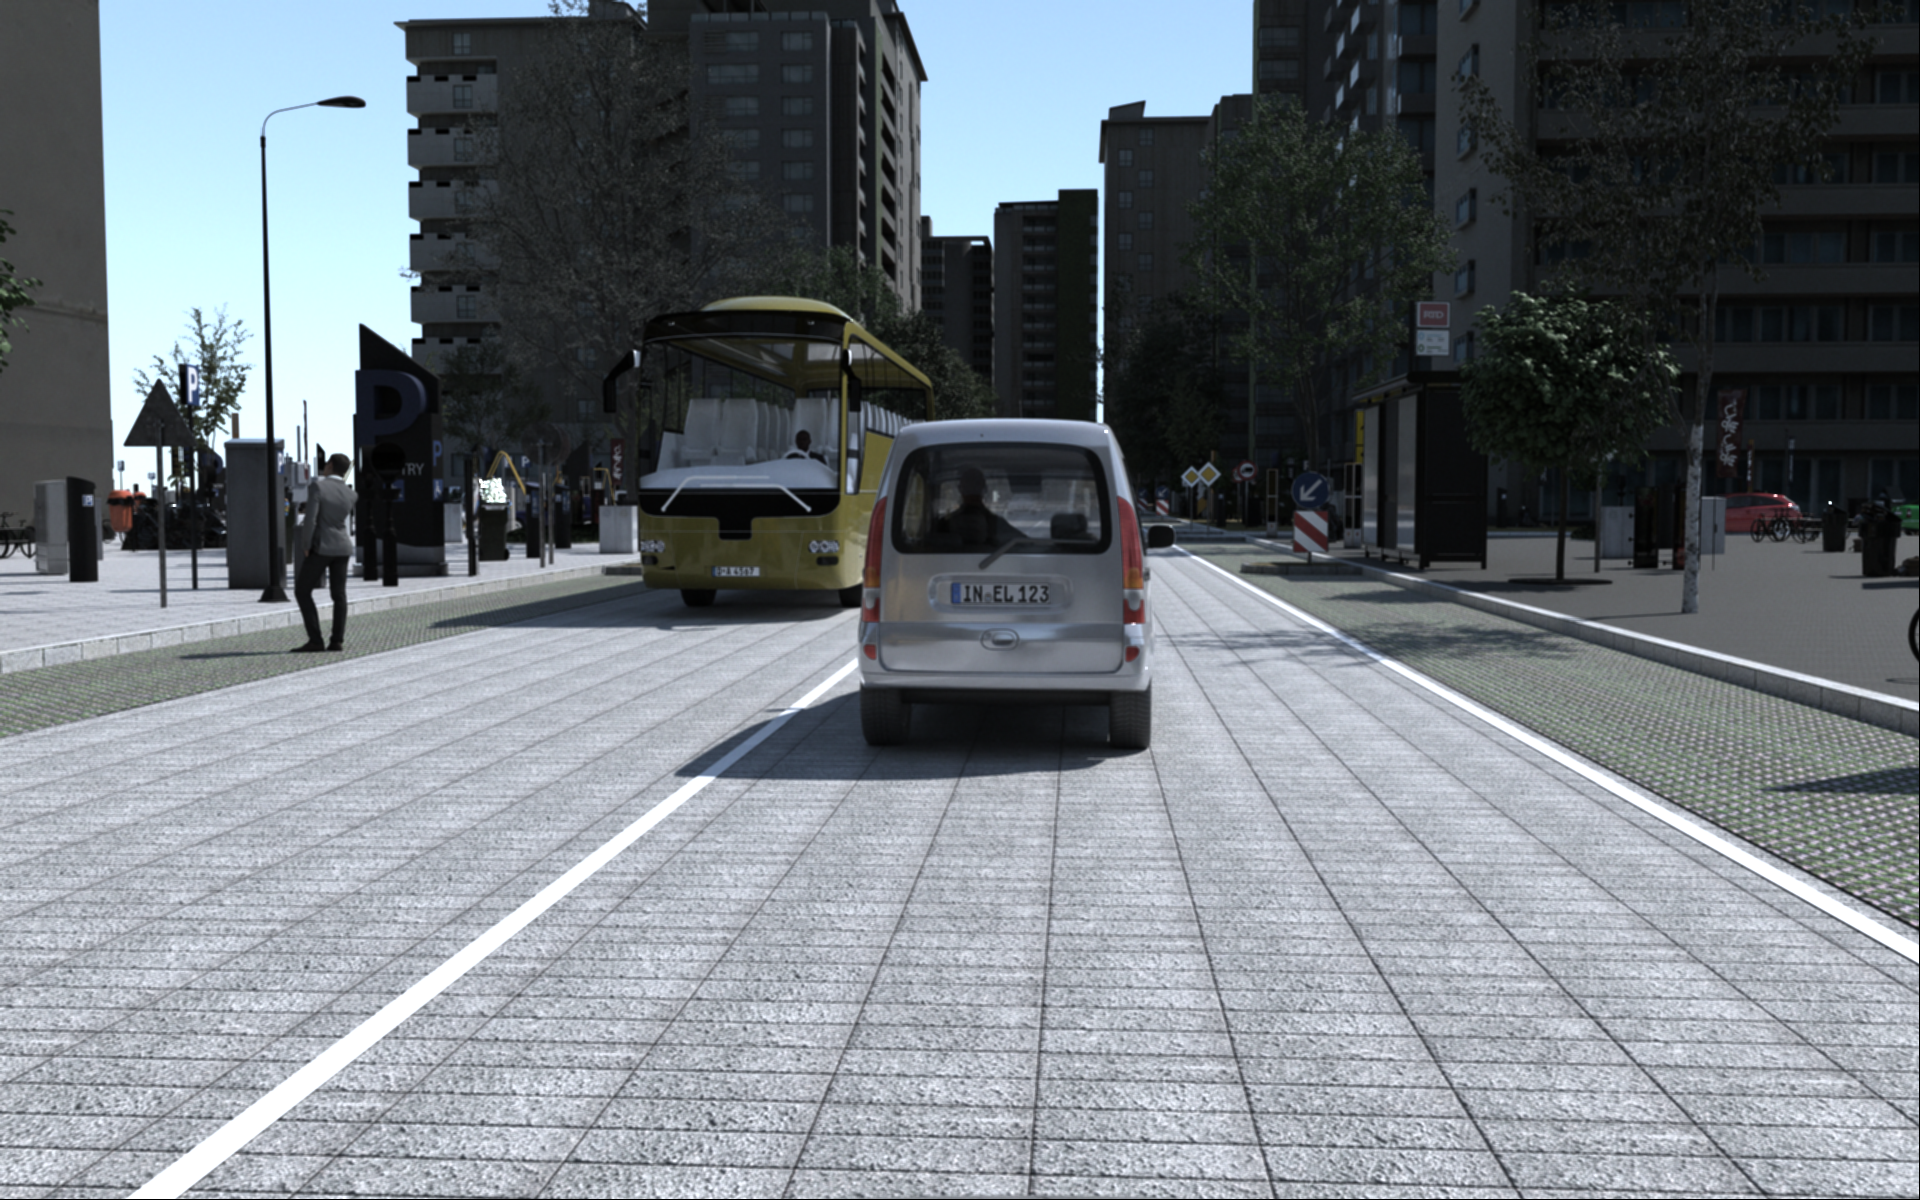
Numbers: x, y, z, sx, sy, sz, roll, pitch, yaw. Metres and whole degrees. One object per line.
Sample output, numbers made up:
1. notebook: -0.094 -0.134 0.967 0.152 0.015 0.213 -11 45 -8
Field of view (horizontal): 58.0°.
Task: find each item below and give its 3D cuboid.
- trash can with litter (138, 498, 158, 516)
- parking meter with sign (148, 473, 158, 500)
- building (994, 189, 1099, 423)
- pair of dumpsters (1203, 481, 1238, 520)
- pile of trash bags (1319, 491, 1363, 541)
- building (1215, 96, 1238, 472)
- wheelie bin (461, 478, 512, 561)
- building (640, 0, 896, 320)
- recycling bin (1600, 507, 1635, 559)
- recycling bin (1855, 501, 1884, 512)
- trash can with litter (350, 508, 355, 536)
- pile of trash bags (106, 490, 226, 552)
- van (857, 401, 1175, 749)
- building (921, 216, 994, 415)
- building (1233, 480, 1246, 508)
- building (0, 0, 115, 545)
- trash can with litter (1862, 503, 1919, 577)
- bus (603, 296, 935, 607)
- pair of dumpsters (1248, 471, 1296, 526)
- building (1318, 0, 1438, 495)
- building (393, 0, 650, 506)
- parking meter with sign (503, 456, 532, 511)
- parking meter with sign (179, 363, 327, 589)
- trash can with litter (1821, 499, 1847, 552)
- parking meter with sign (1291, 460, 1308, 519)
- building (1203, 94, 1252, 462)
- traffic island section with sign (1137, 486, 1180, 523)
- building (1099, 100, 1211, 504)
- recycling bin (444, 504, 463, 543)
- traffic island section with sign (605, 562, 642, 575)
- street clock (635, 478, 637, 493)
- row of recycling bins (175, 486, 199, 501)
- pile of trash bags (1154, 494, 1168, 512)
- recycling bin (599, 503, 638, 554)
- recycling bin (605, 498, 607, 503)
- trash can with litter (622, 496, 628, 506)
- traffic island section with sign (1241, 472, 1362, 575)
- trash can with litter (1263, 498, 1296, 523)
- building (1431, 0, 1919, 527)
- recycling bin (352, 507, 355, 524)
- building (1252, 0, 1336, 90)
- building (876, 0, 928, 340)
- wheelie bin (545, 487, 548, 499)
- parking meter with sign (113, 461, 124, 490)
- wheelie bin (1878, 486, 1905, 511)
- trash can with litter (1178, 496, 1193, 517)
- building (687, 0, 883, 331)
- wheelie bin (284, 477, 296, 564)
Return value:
1. trash can with litter: -25.618 -2.663 54.932 0.624 1.170 1.055 -1 4 -10
2. parking meter with sign: -65.307 -8.832 140.671 0.543 3.016 1.738 0 4 -5
3. building: 11.641 -33.706 234.682 14.086 41.232 14.154 0 4 4
4. pair of dumpsters: 13.246 -5.202 87.545 1.574 2.255 4.437 0 4 4
5. pile of trash bags: 11.012 -2.404 49.055 1.912 1.369 3.447 1 4 23
6. building: 33.643 -30.410 180.805 14.154 41.232 14.086 0 4 4
7. wheelie bin: -9.130 -1.552 33.285 0.693 1.594 0.980 3 5 44
8. building: -17.663 -32.944 162.337 21.300 48.544 21.600 0 4 4
9. recycling bin: 13.188 -1.353 34.678 0.722 1.027 0.722 1 4 9
10. recycling bin: 33.062 -3.085 62.987 0.722 1.027 0.722 -2 4 -33
11. trash can with litter: -18.592 -2.536 52.849 0.624 1.170 1.055 3 5 44
12. pile of trash bags: -18.366 -1.834 39.741 1.912 1.369 3.447 0 4 7
13. van: 0.394 -0.255 11.177 2.013 2.044 4.112 0 4 5
14. building: -6.935 -33.810 244.670 23.993 40.220 32.217 0 4 4
15. building: 42.168 -28.705 161.204 32.217 40.220 23.993 0 4 4
16. building: -34.994 -25.302 37.387 21.600 48.544 21.300 0 4 4
17. trash can with litter: 14.556 -0.957 27.030 1.055 1.170 0.624 0 4 -2
18. bus: -2.123 -2.065 25.305 2.896 3.916 12.252 0 4 4
19. pair of dumpsters: 12.850 -4.217 71.443 1.574 2.255 4.437 0 4 4
20. building: 37.134 -30.509 118.436 23.786 49.044 30.456 0 4 4
21. building: -45.850 -36.951 193.391 27.495 52.752 28.713 0 4 4
22. parking meter with sign: -20.181 -5.101 79.663 0.543 3.016 1.738 2 4 26
23. parking meter with sign: -9.555 -1.666 23.499 1.738 3.016 0.543 0 4 -7
24. trash can with litter: 19.675 -1.653 38.414 1.055 1.170 0.624 2 4 29
25. parking meter with sign: 17.627 -5.720 89.779 0.543 3.016 1.738 -1 4 -13
26. building: 34.899 -33.311 194.744 14.600 45.320 14.200 0 4 4
27. traffic island section with sign: 9.881 -4.720 85.802 1.989 1.847 2.006 0 4 4
28. building: 33.048 -39.798 239.938 27.495 52.752 28.713 0 4 4
29. recycling bin: -13.572 -2.025 45.662 0.722 1.027 0.722 -2 4 -33
30. traffic island section with sign: -5.164 -1.380 31.187 1.989 1.847 2.006 0 4 4
31. street clock: -13.301 -4.132 72.133 0.471 2.002 0.358 0 4 -1
32. row of recycling bins: -38.009 -4.953 88.093 3.534 1.692 1.069 -1 4 -14
33. pile of trash bags: 15.557 -7.102 125.869 3.447 1.369 1.912 3 5 43
34. recycling bin: -7.372 -1.520 37.403 0.722 1.027 0.722 0 4 -1
35. recycling bin: -23.106 -6.020 110.975 0.722 1.027 0.722 2 4 31
36. trash can with litter: -15.522 -4.200 79.733 2.233 1.210 1.678 2 4 30
37. traffic island section with sign: 6.137 -1.391 31.371 1.989 1.847 2.006 0 4 4
38. trash can with litter: 14.376 -4.058 77.408 2.233 1.210 1.678 1 4 19
39. building: 32.621 -27.685 76.348 21.600 48.544 21.300 0 4 4
40. recycling bin: -26.204 -3.795 74.602 0.722 1.027 0.722 2 4 28
41. building: 30.869 -28.083 142.745 14.154 41.232 14.086 0 4 4
42. building: -18.427 -36.830 191.409 27.495 52.752 28.713 0 4 4
43. wheelie bin: -17.985 -4.079 74.605 0.693 1.594 0.980 -3 5 -41
44. parking meter with sign: -44.099 -5.697 89.400 0.543 3.016 1.738 3 4 37
45. wheelie bin: 35.582 -3.567 66.221 0.980 1.594 0.693 -1 4 -9
46. trash can with litter: 12.808 -5.269 97.535 1.055 1.170 0.624 2 4 28
47. building: -14.168 -28.188 144.470 14.154 41.232 14.086 0 4 4
48. wheelie bin: -12.580 -1.449 31.604 0.980 1.594 0.693 1 4 13
